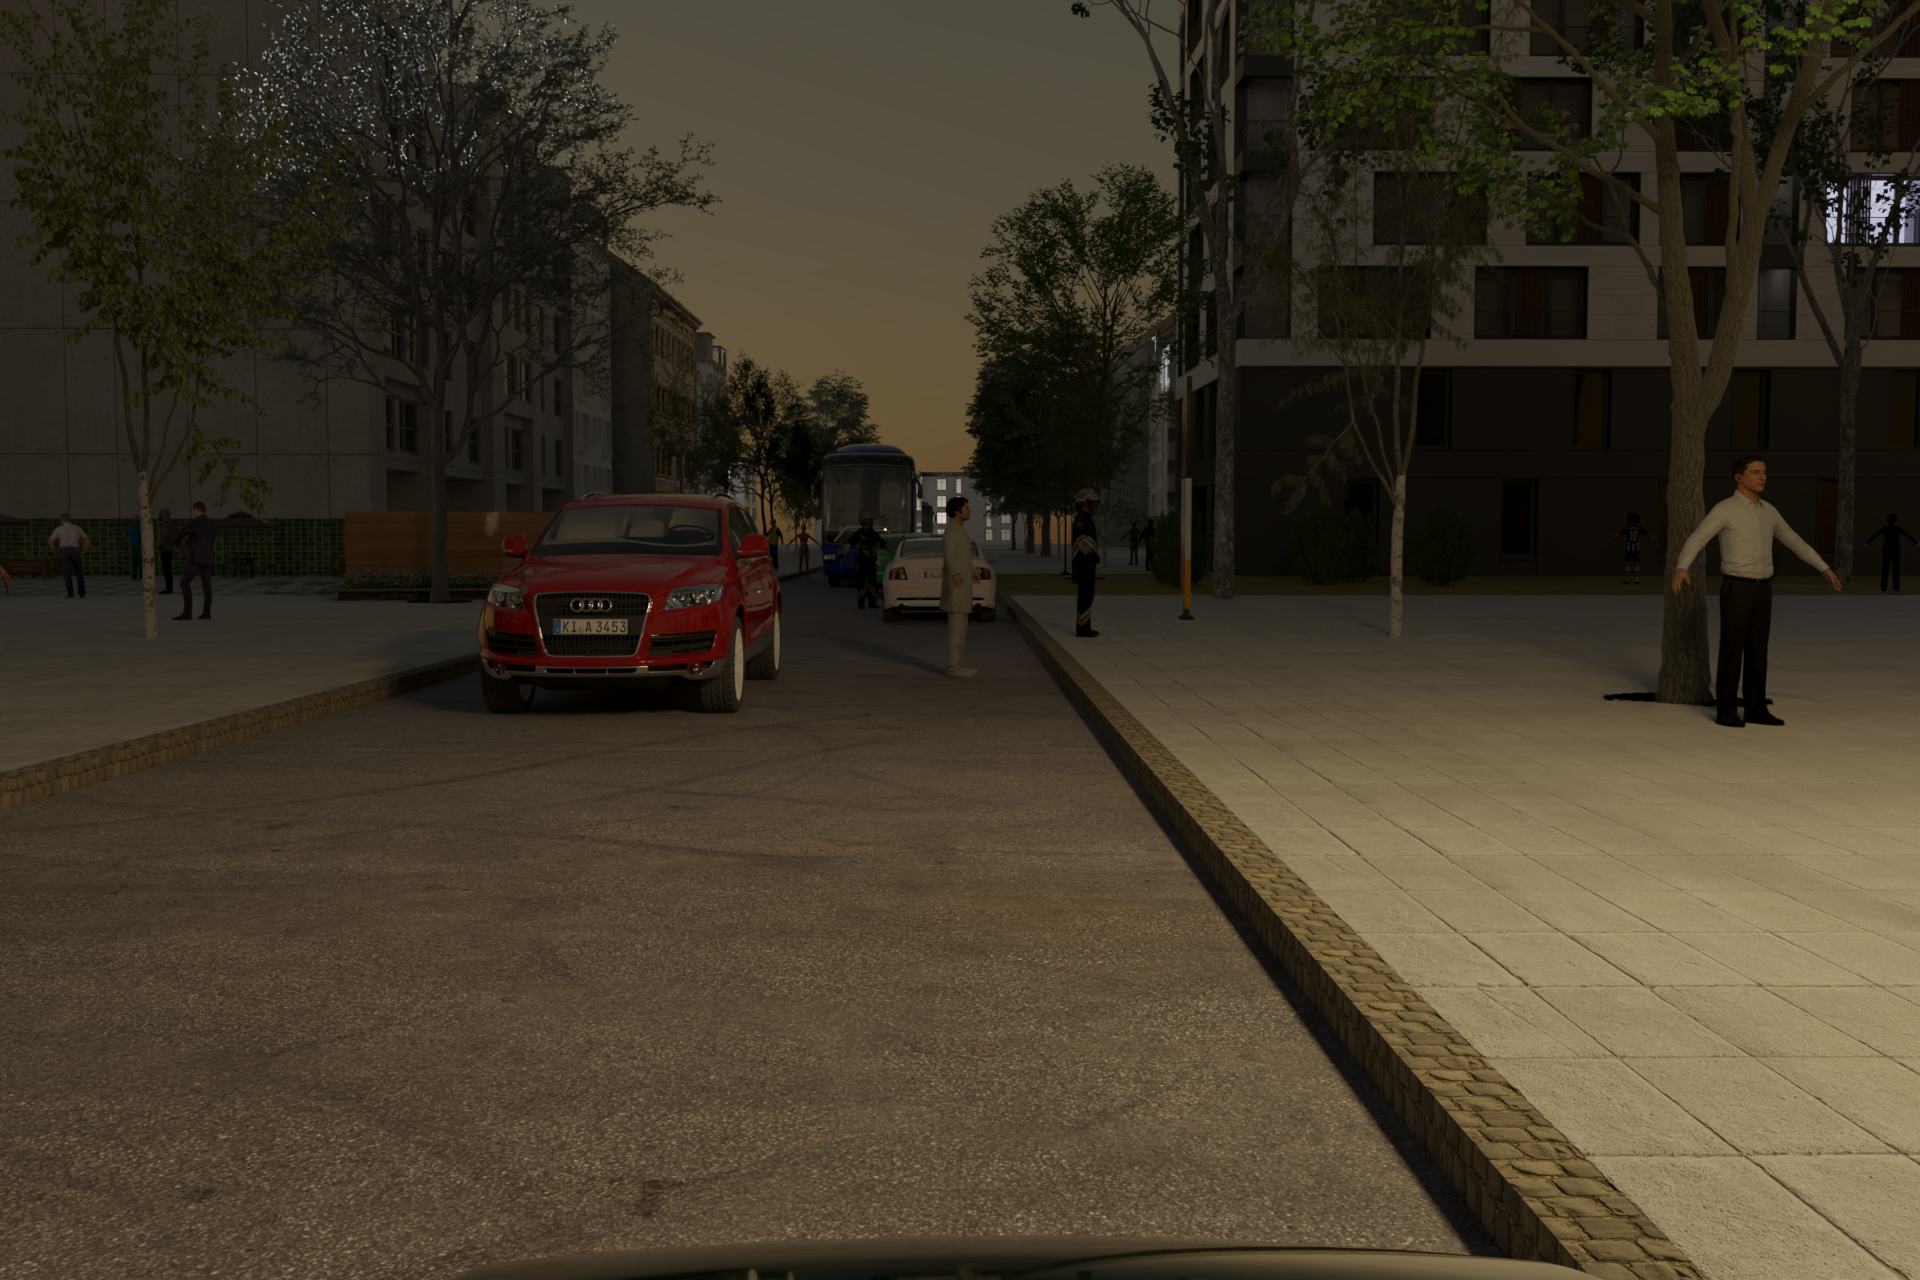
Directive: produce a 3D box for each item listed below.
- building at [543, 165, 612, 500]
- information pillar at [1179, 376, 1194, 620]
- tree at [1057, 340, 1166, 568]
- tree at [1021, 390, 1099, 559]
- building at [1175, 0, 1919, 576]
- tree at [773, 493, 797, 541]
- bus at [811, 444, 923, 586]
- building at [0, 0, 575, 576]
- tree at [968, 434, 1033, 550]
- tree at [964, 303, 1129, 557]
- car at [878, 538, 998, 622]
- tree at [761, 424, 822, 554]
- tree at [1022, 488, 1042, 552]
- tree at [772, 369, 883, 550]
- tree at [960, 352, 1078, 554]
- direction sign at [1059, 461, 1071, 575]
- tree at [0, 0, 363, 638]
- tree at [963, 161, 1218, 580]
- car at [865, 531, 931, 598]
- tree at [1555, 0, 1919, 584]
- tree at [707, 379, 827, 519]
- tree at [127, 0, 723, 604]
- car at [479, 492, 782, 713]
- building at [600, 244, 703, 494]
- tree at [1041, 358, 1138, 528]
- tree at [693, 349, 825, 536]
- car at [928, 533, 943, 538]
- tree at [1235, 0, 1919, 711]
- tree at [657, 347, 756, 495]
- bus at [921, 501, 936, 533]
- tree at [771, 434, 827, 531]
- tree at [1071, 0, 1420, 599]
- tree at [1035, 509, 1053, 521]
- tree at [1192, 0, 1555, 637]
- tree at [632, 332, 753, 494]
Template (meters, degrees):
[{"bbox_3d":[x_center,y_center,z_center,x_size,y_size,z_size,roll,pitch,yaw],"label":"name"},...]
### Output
[{"bbox_3d":[-25.556,-14.301,90.244,16.016,20.090,11.380,0,4,-1],"label":"building"},{"bbox_3d":[3.394,-2.116,25.957,0.183,3.616,0.504,0,4,-1],"label":"information pillar"},{"bbox_3d":[5.416,-7.017,65.097,4.360,8.622,3.978,0,3,0],"label":"tree"},{"bbox_3d":[5.008,-8.386,87.468,4.360,8.622,3.978,0,3,0],"label":"tree"},{"bbox_3d":[22.192,-13.761,68.973,27.936,21.610,32.646,0,4,-1],"label":"building"},{"bbox_3d":[-22.797,-17.099,229.923,4.737,8.622,4.395,0,3,0],"label":"tree"},{"bbox_3d":[-2.474,-3.629,50.876,2.896,3.916,12.251,0,4,-1],"label":"bus"},{"bbox_3d":[-26.789,-12.336,68.145,16.747,18.905,31.486,0,4,-1],"label":"building"},{"bbox_3d":[4.376,-12.988,138.103,9.928,11.665,9.643,0,3,0],"label":"tree"},{"bbox_3d":[4.899,-11.668,97.435,9.857,13.997,8.962,0,3,0],"label":"tree"},{"bbox_3d":[-0.368,-1.049,29.515,2.083,1.381,4.827,0,4,-1],"label":"car"},{"bbox_3d":[-10.708,-9.807,110.704,4.737,8.622,4.395,0,3,0],"label":"tree"},{"bbox_3d":[4.763,-10.641,124.341,4.737,8.622,4.395,0,3,0],"label":"tree"},{"bbox_3d":[-10.674,-13.983,135.271,9.857,13.997,8.962,0,3,0],"label":"tree"},{"bbox_3d":[4.608,-12.687,114.092,9.857,13.997,8.962,0,3,0],"label":"tree"},{"bbox_3d":[3.304,-3.804,54.198,0.379,3.537,0.876,0,4,0],"label":"direction sign"},{"bbox_3d":[-9.789,-4.324,21.055,4.737,8.622,4.395,0,3,0],"label":"tree"},{"bbox_3d":[3.693,-7.513,48.599,9.928,11.665,9.643,0,3,0],"label":"tree"},{"bbox_3d":[-1.305,-1.921,40.207,1.959,1.807,4.718,0,4,-2],"label":"car"},{"bbox_3d":[21.257,-11.526,44.345,12.611,20.169,13.585,0,3,0],"label":"tree"},{"bbox_3d":[-11.016,-10.124,99.938,7.601,10.594,8.767,1,4,10],"label":"tree"},{"bbox_3d":[-9.596,-7.440,32.012,12.009,13.543,11.850,0,3,0],"label":"tree"},{"bbox_3d":[-2.783,-0.420,15.535,2.281,1.827,5.304,0,4,0],"label":"car"},{"bbox_3d":[-28.060,-17.369,114.904,19.493,23.208,18.063,0,4,0],"label":"building"},{"bbox_3d":[5.449,-7.333,70.256,4.360,8.622,3.978,0,3,0],"label":"tree"},{"bbox_3d":[-10.175,-9.378,87.738,7.601,10.594,8.767,0,4,-1],"label":"tree"},{"bbox_3d":[-1.347,-4.290,78.943,1.959,1.807,4.718,0,4,-1],"label":"car"},{"bbox_3d":[5.686,-5.332,12.931,9.928,11.665,9.643,0,3,0],"label":"tree"},{"bbox_3d":[-9.853,-7.211,68.266,4.360,8.622,3.978,0,3,0],"label":"tree"},{"bbox_3d":[-3.220,-8.492,130.389,2.896,3.916,12.251,0,4,-1],"label":"bus"},{"bbox_3d":[-10.621,-10.400,120.398,4.360,8.622,3.978,0,3,0],"label":"tree"},{"bbox_3d":[6.368,-10.820,32.794,12.611,20.169,13.585,0,3,0],"label":"tree"},{"bbox_3d":[11.762,-17.377,234.470,4.737,8.622,4.395,0,3,0],"label":"tree"},{"bbox_3d":[5.514,-4.327,21.111,4.360,8.622,3.978,0,3,0],"label":"tree"},{"bbox_3d":[-10.293,-6.897,63.131,4.360,8.622,3.978,0,3,0],"label":"tree"}]
